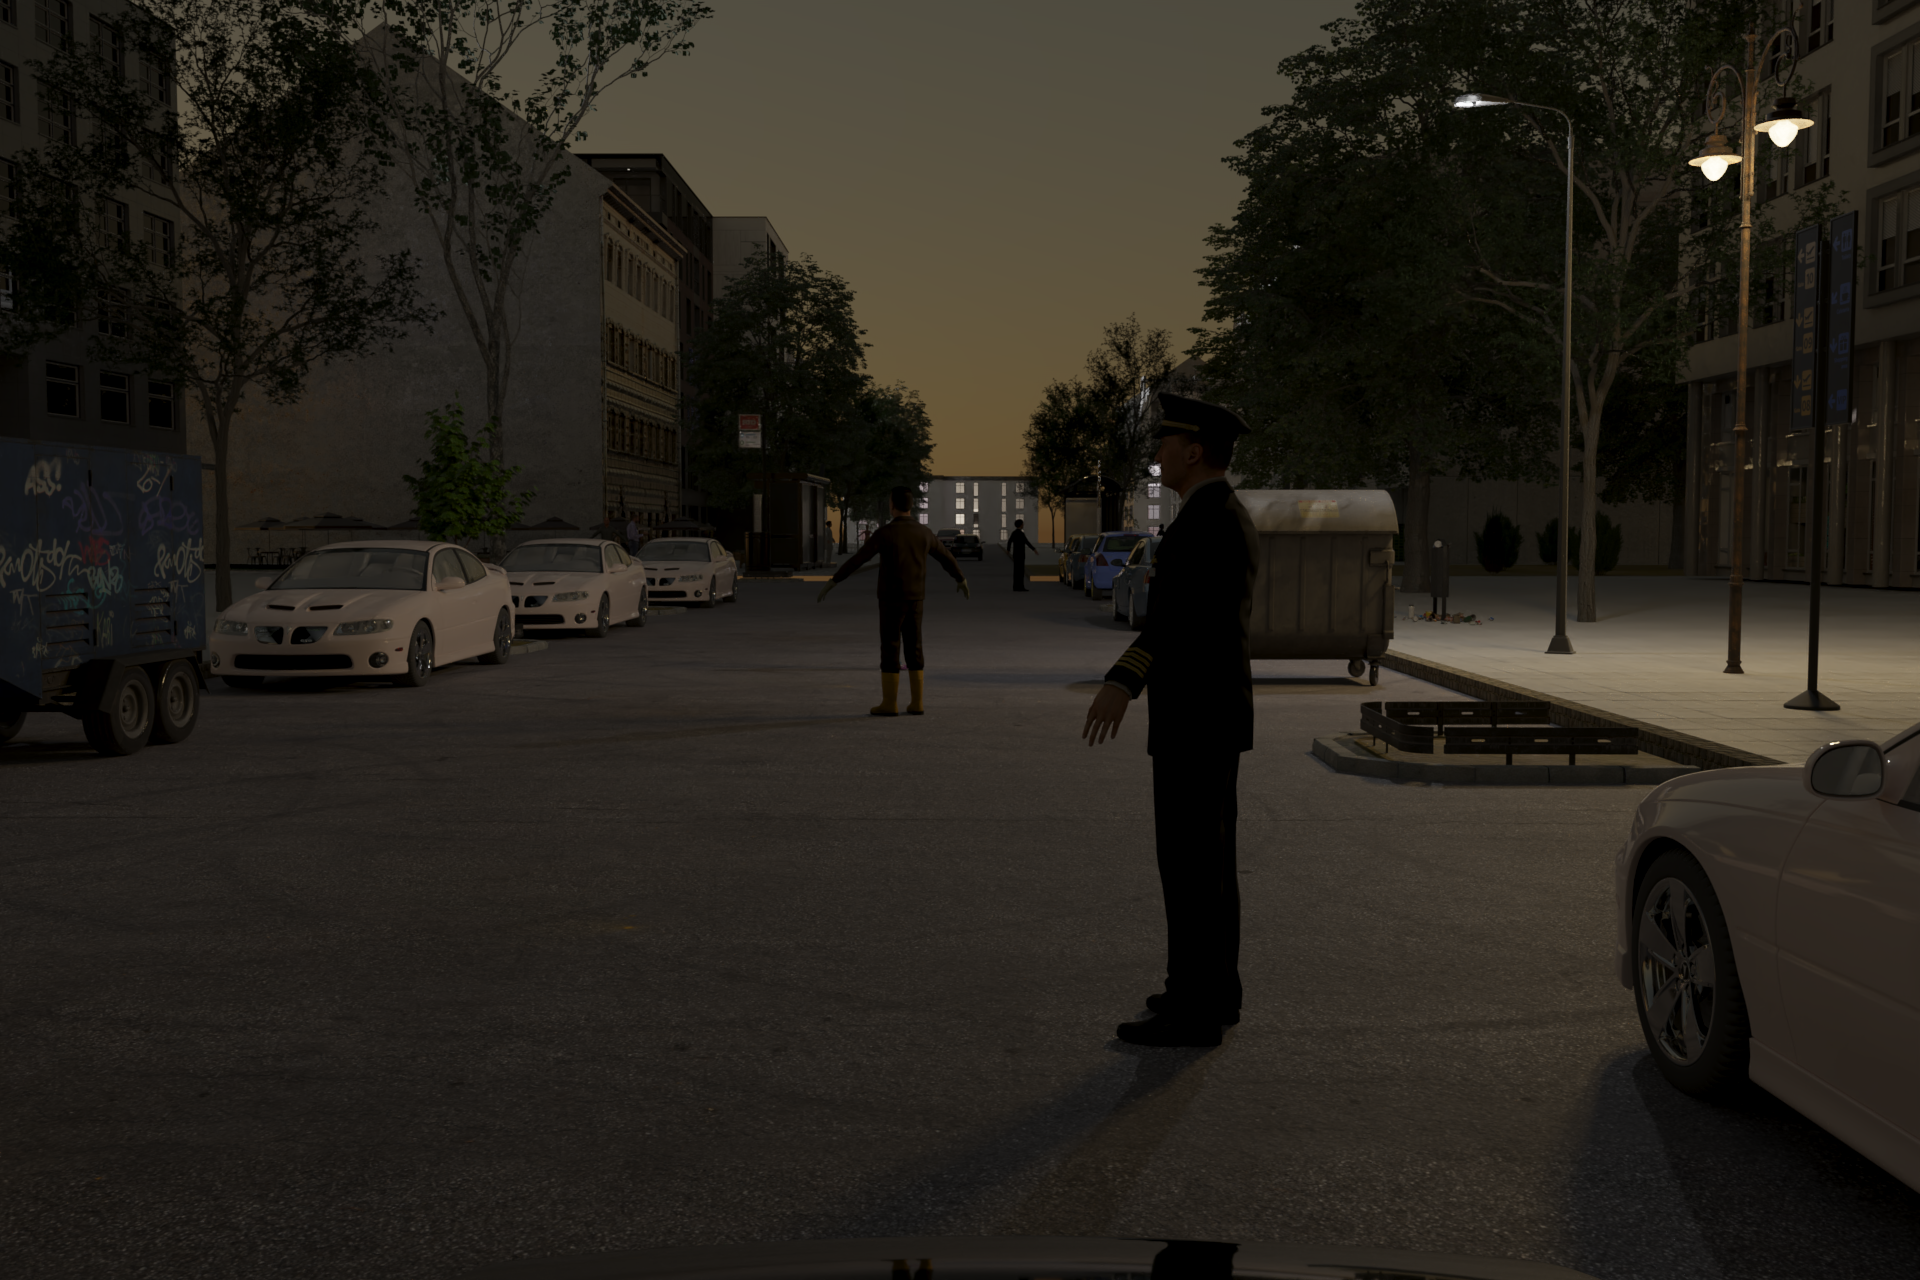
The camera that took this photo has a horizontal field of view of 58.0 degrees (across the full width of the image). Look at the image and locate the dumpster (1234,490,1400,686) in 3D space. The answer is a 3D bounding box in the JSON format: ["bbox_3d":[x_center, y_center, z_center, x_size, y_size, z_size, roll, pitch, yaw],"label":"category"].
[{"bbox_3d":[3.211,-0.525,16.804,1.865,1.857,1.264,0,4,0],"label":"dumpster"}]

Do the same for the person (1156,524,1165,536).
[{"bbox_3d":[9.037,-4.289,76.852,0.721,1.740,1.216,-2,4,-25],"label":"person"}]

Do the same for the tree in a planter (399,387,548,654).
[{"bbox_3d":[-6.181,-1.467,21.201,1.991,3.239,1.994,0,4,2],"label":"tree in a planter"}]

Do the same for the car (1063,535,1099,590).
[{"bbox_3d":[3.774,-2.080,46.014,2.014,1.417,4.499,0,4,0],"label":"car"}]

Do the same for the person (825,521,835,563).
[{"bbox_3d":[-5.111,-3.778,67.950,0.705,1.806,1.347,0,4,6],"label":"person"}]

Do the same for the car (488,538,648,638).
[{"bbox_3d":[-5.806,-0.797,25.401,2.083,1.381,4.827,0,4,1],"label":"car"}]

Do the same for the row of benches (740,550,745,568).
[{"bbox_3d":[-8.170,-3.138,66.768,1.422,0.672,4.104,0,4,-7],"label":"row of benches"}]

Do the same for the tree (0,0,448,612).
[{"bbox_3d":[-12.244,-5.720,27.939,8.767,10.594,7.601,1,4,13],"label":"tree"}]

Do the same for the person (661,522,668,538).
[{"bbox_3d":[-12.290,-4.015,71.863,0.704,1.802,1.346,0,4,-1],"label":"person"}]

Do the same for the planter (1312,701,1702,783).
[{"bbox_3d":[3.297,0.622,10.963,1.991,0.319,1.994,0,4,1],"label":"planter"}]

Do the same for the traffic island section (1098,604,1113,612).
[{"bbox_3d":[3.627,-0.596,32.618,1.991,0.108,1.994,0,4,1],"label":"traffic island section"}]

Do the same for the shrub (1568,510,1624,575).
[{"bbox_3d":[19.789,-3.049,53.896,1.661,2.075,1.752,0,3,0],"label":"shrub"}]

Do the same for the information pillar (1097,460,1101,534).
[{"bbox_3d":[4.424,-3.904,55.191,0.183,3.616,0.504,0,4,2],"label":"information pillar"}]

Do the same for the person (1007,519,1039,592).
[{"bbox_3d":[1.505,-2.118,43.278,0.705,1.806,1.347,-2,4,-31],"label":"person"}]

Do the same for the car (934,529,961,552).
[{"bbox_3d":[-0.746,-6.781,119.547,2.281,1.827,5.304,0,4,1],"label":"car"}]

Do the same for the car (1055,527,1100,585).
[{"bbox_3d":[3.783,-2.454,50.348,2.015,1.641,3.980,0,4,0],"label":"car"}]

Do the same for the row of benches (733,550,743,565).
[{"bbox_3d":[-7.505,-3.434,71.604,4.104,0.672,1.422,2,4,27],"label":"row of benches"}]

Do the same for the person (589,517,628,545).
[{"bbox_3d":[-10.824,-2.865,53.113,1.348,1.796,0.705,-1,4,-10],"label":"person"}]

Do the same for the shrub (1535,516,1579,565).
[{"bbox_3d":[24.586,-4.113,71.286,1.661,2.075,1.752,0,3,0],"label":"shrub"}]

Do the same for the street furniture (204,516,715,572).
[{"bbox_3d":[-23.391,-3.548,63.034,27.439,1.986,14.083,0,4,4],"label":"street furniture"}]

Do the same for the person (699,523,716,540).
[{"bbox_3d":[-13.205,-5.194,90.683,0.705,1.858,1.354,3,4,37],"label":"person"}]

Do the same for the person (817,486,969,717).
[{"bbox_3d":[-0.478,-0.313,13.705,1.346,1.812,0.704,-2,4,-30],"label":"person"}]

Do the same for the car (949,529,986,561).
[{"bbox_3d":[0.379,-5.139,93.807,2.009,1.686,4.222,0,4,1],"label":"car"}]

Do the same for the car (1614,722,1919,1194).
[{"bbox_3d":[2.753,0.574,2.981,2.083,1.381,4.827,0,3,0],"label":"car"}]

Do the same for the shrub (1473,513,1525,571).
[{"bbox_3d":[18.794,-3.449,60.426,1.661,2.075,1.752,0,3,0],"label":"shrub"}]

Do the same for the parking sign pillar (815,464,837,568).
[{"bbox_3d":[-5.424,-4.751,66.157,1.447,3.967,1.447,0,4,0],"label":"parking sign pillar"}]

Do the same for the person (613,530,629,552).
[{"bbox_3d":[-13.929,-4.031,72.031,1.348,1.813,0.705,-3,5,-42],"label":"person"}]

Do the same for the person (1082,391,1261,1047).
[{"bbox_3d":[0.655,0.210,4.965,0.705,1.837,1.347,1,4,21],"label":"person"}]

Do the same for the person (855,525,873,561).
[{"bbox_3d":[-4.379,-4.607,82.128,1.217,1.733,0.721,-1,4,-10],"label":"person"}]

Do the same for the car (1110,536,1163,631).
[{"bbox_3d":[3.396,-0.919,27.024,2.014,1.417,4.499,0,4,0],"label":"car"}]

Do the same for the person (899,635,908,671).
[{"bbox_3d":[-0.596,-0.401,18.288,0.599,1.433,0.991,0,4,-3],"label":"person"}]

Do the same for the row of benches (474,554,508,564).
[{"bbox_3d":[-15.246,-2.382,54.405,4.104,0.672,1.422,0,4,3],"label":"row of benches"}]

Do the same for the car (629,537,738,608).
[{"bbox_3d":[-5.653,-1.386,35.019,2.083,1.381,4.827,0,4,1],"label":"car"}]

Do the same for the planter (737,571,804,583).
[{"bbox_3d":[-5.743,-1.894,52.109,1.991,0.319,1.994,0,4,1],"label":"planter"}]

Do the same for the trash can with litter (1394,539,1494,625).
[{"bbox_3d":[7.040,-0.878,25.415,1.678,1.210,2.233,0,4,1],"label":"trash can with litter"}]

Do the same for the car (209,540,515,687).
[{"bbox_3d":[-5.940,-0.328,17.721,2.083,1.381,4.827,0,4,1],"label":"car"}]

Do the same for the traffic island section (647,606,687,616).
[{"bbox_3d":[-6.030,-0.520,31.367,1.991,0.108,1.994,0,4,2],"label":"traffic island section"}]

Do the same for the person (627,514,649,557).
[{"bbox_3d":[-9.050,-2.616,48.684,0.599,1.838,0.709,-1,4,-21],"label":"person"}]

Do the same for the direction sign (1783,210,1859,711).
[{"bbox_3d":[6.266,-1.262,12.634,0.379,3.537,0.876,0,4,1],"label":"direction sign"}]

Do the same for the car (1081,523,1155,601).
[{"bbox_3d":[3.681,-1.773,38.586,1.945,1.707,3.694,0,4,0],"label":"car"}]
